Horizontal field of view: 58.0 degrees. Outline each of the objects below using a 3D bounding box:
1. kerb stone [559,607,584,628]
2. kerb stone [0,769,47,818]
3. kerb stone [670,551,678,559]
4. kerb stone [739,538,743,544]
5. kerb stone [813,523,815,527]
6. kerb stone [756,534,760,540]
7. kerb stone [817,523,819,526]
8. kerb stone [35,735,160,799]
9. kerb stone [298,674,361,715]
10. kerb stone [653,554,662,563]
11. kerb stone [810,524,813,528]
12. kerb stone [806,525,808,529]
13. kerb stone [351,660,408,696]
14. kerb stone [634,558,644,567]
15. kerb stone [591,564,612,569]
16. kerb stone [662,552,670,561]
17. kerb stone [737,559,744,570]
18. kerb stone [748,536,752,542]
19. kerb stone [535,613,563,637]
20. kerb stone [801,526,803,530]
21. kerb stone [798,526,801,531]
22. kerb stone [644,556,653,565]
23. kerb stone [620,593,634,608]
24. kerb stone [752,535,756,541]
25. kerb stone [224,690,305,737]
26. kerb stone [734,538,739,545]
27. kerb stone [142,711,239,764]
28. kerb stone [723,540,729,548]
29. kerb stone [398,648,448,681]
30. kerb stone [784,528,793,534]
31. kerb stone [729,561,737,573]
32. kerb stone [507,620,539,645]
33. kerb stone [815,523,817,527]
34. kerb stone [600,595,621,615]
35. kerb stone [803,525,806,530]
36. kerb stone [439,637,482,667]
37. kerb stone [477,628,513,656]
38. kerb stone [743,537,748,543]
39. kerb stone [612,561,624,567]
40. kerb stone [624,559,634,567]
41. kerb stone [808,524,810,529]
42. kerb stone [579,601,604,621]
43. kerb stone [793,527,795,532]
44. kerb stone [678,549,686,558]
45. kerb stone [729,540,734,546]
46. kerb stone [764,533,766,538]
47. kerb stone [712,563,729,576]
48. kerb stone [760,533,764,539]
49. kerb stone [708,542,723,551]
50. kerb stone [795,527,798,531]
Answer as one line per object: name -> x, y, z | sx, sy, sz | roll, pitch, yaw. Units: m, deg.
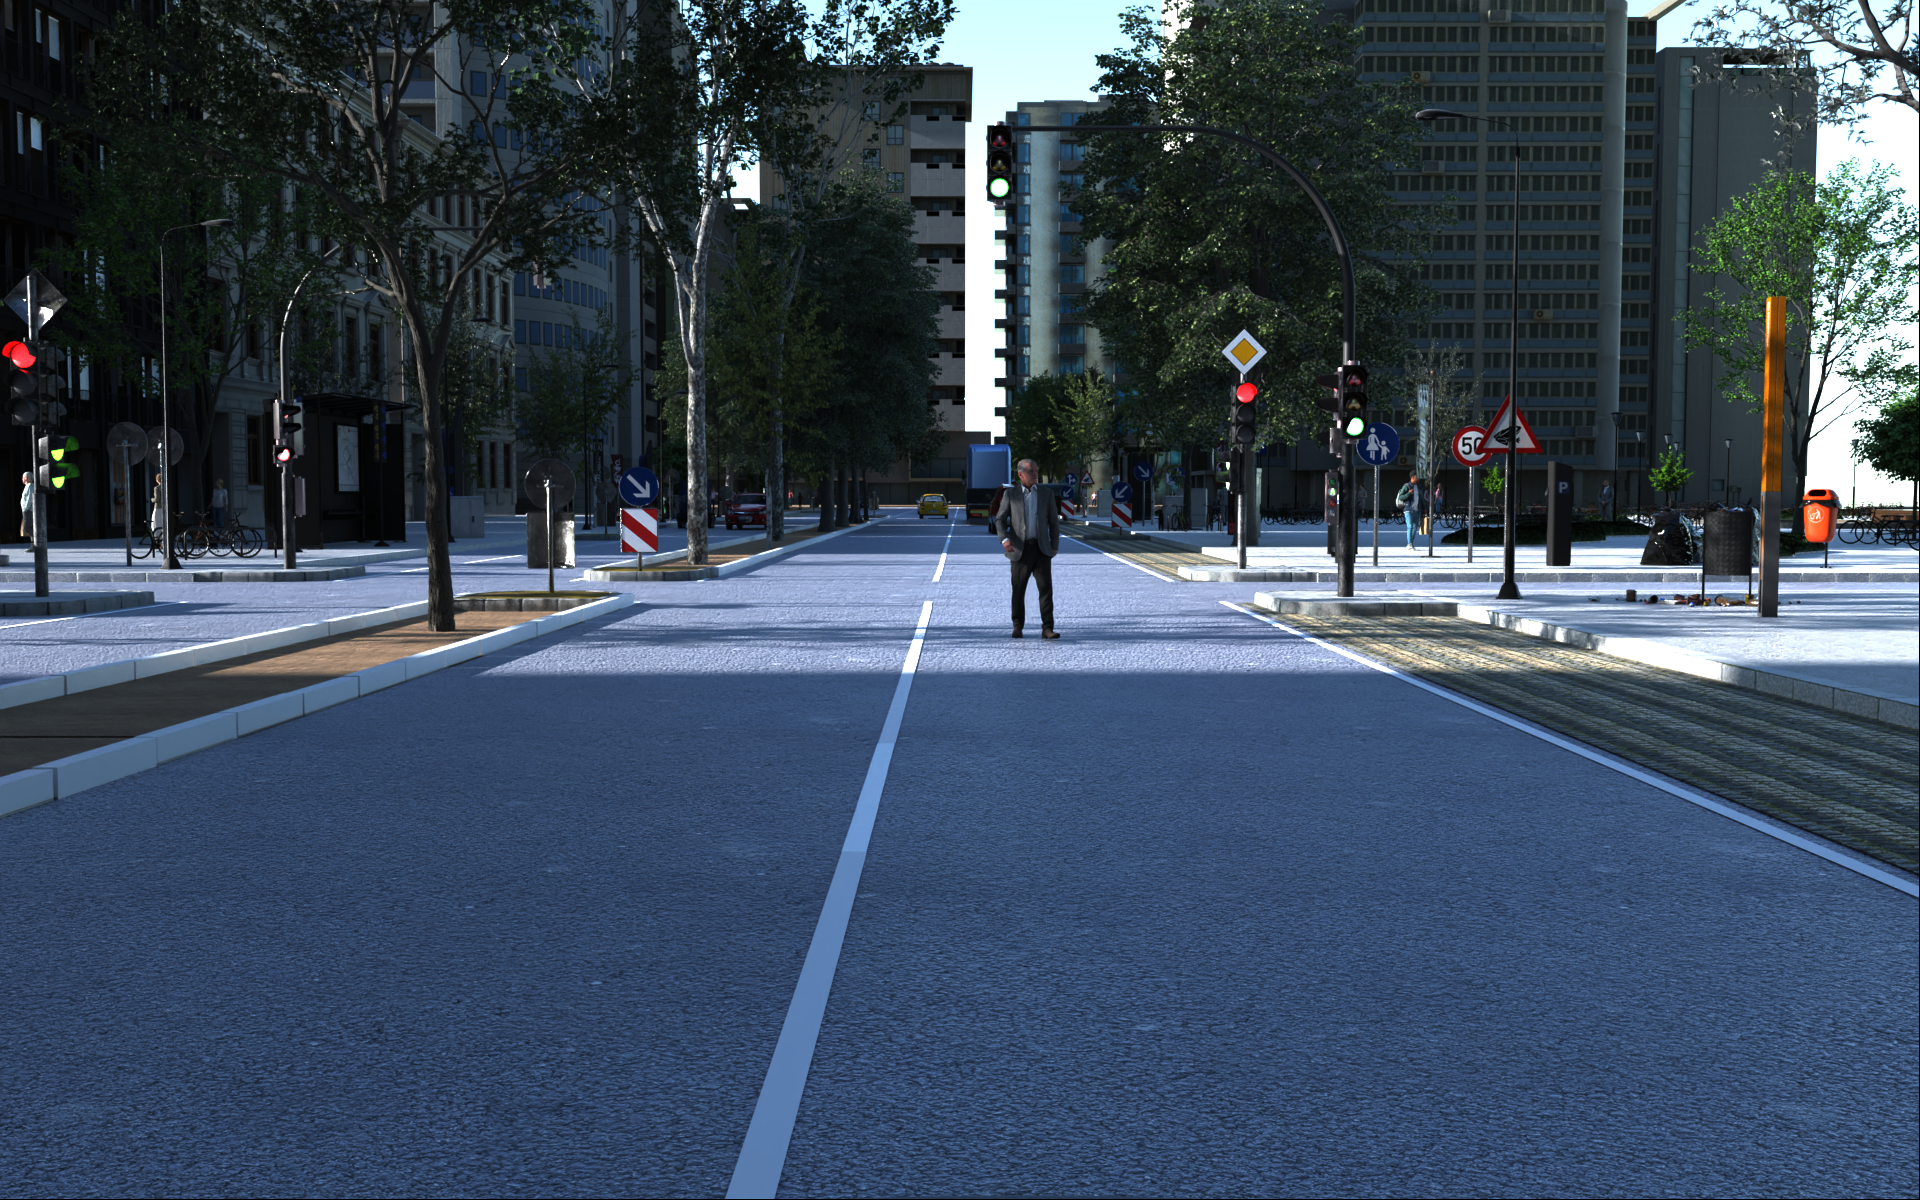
kerb stone -> -4.290, 0.207, 18.861 | 0.120, 0.150, 1.000 | 0, 3, 0
kerb stone -> -4.303, 0.898, 7.604 | 0.120, 0.150, 1.000 | 0, 3, 0
kerb stone -> -6.355, -0.959, 37.872 | 0.120, 0.150, 1.000 | 0, 3, 0
kerb stone -> -6.347, -1.645, 49.134 | 0.120, 0.150, 1.000 | 0, 3, 0
kerb stone -> -6.312, -3.087, 72.722 | 0.120, 0.150, 1.000 | 0, 3, 0
kerb stone -> -6.340, -1.898, 53.232 | 0.120, 0.150, 1.000 | 0, 3, 0
kerb stone -> -6.306, -3.216, 74.772 | 0.120, 0.150, 1.000 | 0, 3, 0
kerb stone -> -4.293, 0.830, 8.627 | 0.120, 0.150, 1.000 | 0, 3, 0
kerb stone -> -4.300, 0.647, 11.701 | 0.120, 0.150, 1.000 | 0, 3, 0
kerb stone -> -6.366, -0.829, 35.823 | 0.120, 0.150, 1.000 | 0, 3, 0
kerb stone -> -6.310, -3.027, 71.692 | 0.120, 0.150, 1.000 | 0, 3, 0
kerb stone -> -6.322, -2.902, 69.639 | 0.120, 0.150, 1.000 | 0, 3, 0
kerb stone -> -4.295, 0.579, 12.724 | 0.120, 0.150, 1.000 | 0, 3, 0
kerb stone -> -6.369, -0.707, 33.775 | 0.120, 0.150, 1.000 | 0, 3, 0
kerb stone -> -6.380, -0.517, 30.708 | 0.120, 0.150, 1.000 | 0, 3, 0
kerb stone -> -6.360, -0.896, 36.850 | 0.120, 0.150, 1.000 | 0, 3, 0
kerb stone -> -4.264, -0.643, 32.754 | 0.120, 0.150, 1.000 | 0, 3, 0
kerb stone -> -6.346, -1.773, 51.178 | 0.120, 0.150, 1.000 | 0, 3, 0
kerb stone -> -4.289, 0.267, 17.836 | 0.120, 0.150, 1.000 | 0, 3, 0
kerb stone -> -6.323, -2.776, 67.590 | 0.120, 0.150, 1.000 | 0, 3, 0
kerb stone -> -6.334, -2.709, 66.564 | 0.120, 0.150, 1.000 | 0, 3, 0
kerb stone -> -6.365, -0.765, 34.798 | 0.120, 0.150, 1.000 | 0, 3, 0
kerb stone -> -4.287, 0.016, 21.933 | 0.120, 0.150, 1.000 | 0, 3, 0
kerb stone -> -6.344, -1.835, 52.201 | 0.120, 0.150, 1.000 | 0, 3, 0
kerb stone -> -4.302, 0.704, 10.677 | 0.120, 0.150, 1.000 | 0, 3, 0
kerb stone -> -6.344, -1.585, 48.107 | 0.120, 0.150, 1.000 | 0, 3, 0
kerb stone -> -4.301, 0.767, 9.649 | 0.120, 0.150, 1.000 | 0, 3, 0
kerb stone -> -6.346, -1.453, 46.061 | 0.120, 0.150, 1.000 | 0, 3, 0
kerb stone -> -4.296, 0.517, 13.746 | 0.120, 0.150, 1.000 | 0, 3, 0
kerb stone -> -6.330, -2.522, 63.491 | 0.120, 0.150, 1.000 | 0, 3, 0
kerb stone -> -4.265, -0.583, 31.731 | 0.120, 0.150, 1.000 | 0, 3, 0
kerb stone -> -4.294, 0.330, 16.814 | 0.120, 0.150, 1.000 | 0, 3, 0
kerb stone -> -6.316, -3.153, 73.750 | 0.120, 0.150, 1.000 | 0, 3, 0
kerb stone -> -4.279, 0.079, 20.910 | 0.120, 0.150, 1.000 | 0, 3, 0
kerb stone -> -6.323, -2.838, 68.617 | 0.120, 0.150, 1.000 | 0, 3, 0
kerb stone -> -4.296, 0.456, 14.768 | 0.120, 0.150, 1.000 | 0, 3, 0
kerb stone -> -4.289, 0.392, 15.790 | 0.120, 0.150, 1.000 | 0, 3, 0
kerb stone -> -6.342, -1.710, 50.156 | 0.120, 0.150, 1.000 | 0, 3, 0
kerb stone -> -6.369, -0.583, 31.730 | 0.120, 0.150, 1.000 | 0, 3, 0
kerb stone -> -6.363, -0.641, 32.753 | 0.120, 0.150, 1.000 | 0, 3, 0
kerb stone -> -6.318, -2.964, 70.662 | 0.120, 0.150, 1.000 | 0, 3, 0
kerb stone -> -4.283, 0.142, 19.883 | 0.120, 0.150, 1.000 | 0, 3, 0
kerb stone -> -6.332, -2.584, 64.513 | 0.120, 0.150, 1.000 | 0, 3, 0
kerb stone -> -6.358, -1.021, 38.896 | 0.120, 0.150, 1.000 | 0, 3, 0
kerb stone -> -6.350, -1.522, 47.085 | 0.120, 0.150, 1.000 | 0, 3, 0
kerb stone -> -6.331, -2.023, 55.279 | 0.120, 0.150, 1.000 | 0, 3, 0
kerb stone -> -4.268, -0.520, 30.705 | 0.120, 0.150, 1.000 | 0, 3, 0
kerb stone -> -6.334, -1.961, 54.256 | 0.120, 0.150, 1.000 | 0, 3, 0
kerb stone -> -6.357, -1.397, 45.038 | 0.120, 0.150, 1.000 | 0, 3, 0
kerb stone -> -6.321, -2.651, 65.535 | 0.120, 0.150, 1.000 | 0, 3, 0
